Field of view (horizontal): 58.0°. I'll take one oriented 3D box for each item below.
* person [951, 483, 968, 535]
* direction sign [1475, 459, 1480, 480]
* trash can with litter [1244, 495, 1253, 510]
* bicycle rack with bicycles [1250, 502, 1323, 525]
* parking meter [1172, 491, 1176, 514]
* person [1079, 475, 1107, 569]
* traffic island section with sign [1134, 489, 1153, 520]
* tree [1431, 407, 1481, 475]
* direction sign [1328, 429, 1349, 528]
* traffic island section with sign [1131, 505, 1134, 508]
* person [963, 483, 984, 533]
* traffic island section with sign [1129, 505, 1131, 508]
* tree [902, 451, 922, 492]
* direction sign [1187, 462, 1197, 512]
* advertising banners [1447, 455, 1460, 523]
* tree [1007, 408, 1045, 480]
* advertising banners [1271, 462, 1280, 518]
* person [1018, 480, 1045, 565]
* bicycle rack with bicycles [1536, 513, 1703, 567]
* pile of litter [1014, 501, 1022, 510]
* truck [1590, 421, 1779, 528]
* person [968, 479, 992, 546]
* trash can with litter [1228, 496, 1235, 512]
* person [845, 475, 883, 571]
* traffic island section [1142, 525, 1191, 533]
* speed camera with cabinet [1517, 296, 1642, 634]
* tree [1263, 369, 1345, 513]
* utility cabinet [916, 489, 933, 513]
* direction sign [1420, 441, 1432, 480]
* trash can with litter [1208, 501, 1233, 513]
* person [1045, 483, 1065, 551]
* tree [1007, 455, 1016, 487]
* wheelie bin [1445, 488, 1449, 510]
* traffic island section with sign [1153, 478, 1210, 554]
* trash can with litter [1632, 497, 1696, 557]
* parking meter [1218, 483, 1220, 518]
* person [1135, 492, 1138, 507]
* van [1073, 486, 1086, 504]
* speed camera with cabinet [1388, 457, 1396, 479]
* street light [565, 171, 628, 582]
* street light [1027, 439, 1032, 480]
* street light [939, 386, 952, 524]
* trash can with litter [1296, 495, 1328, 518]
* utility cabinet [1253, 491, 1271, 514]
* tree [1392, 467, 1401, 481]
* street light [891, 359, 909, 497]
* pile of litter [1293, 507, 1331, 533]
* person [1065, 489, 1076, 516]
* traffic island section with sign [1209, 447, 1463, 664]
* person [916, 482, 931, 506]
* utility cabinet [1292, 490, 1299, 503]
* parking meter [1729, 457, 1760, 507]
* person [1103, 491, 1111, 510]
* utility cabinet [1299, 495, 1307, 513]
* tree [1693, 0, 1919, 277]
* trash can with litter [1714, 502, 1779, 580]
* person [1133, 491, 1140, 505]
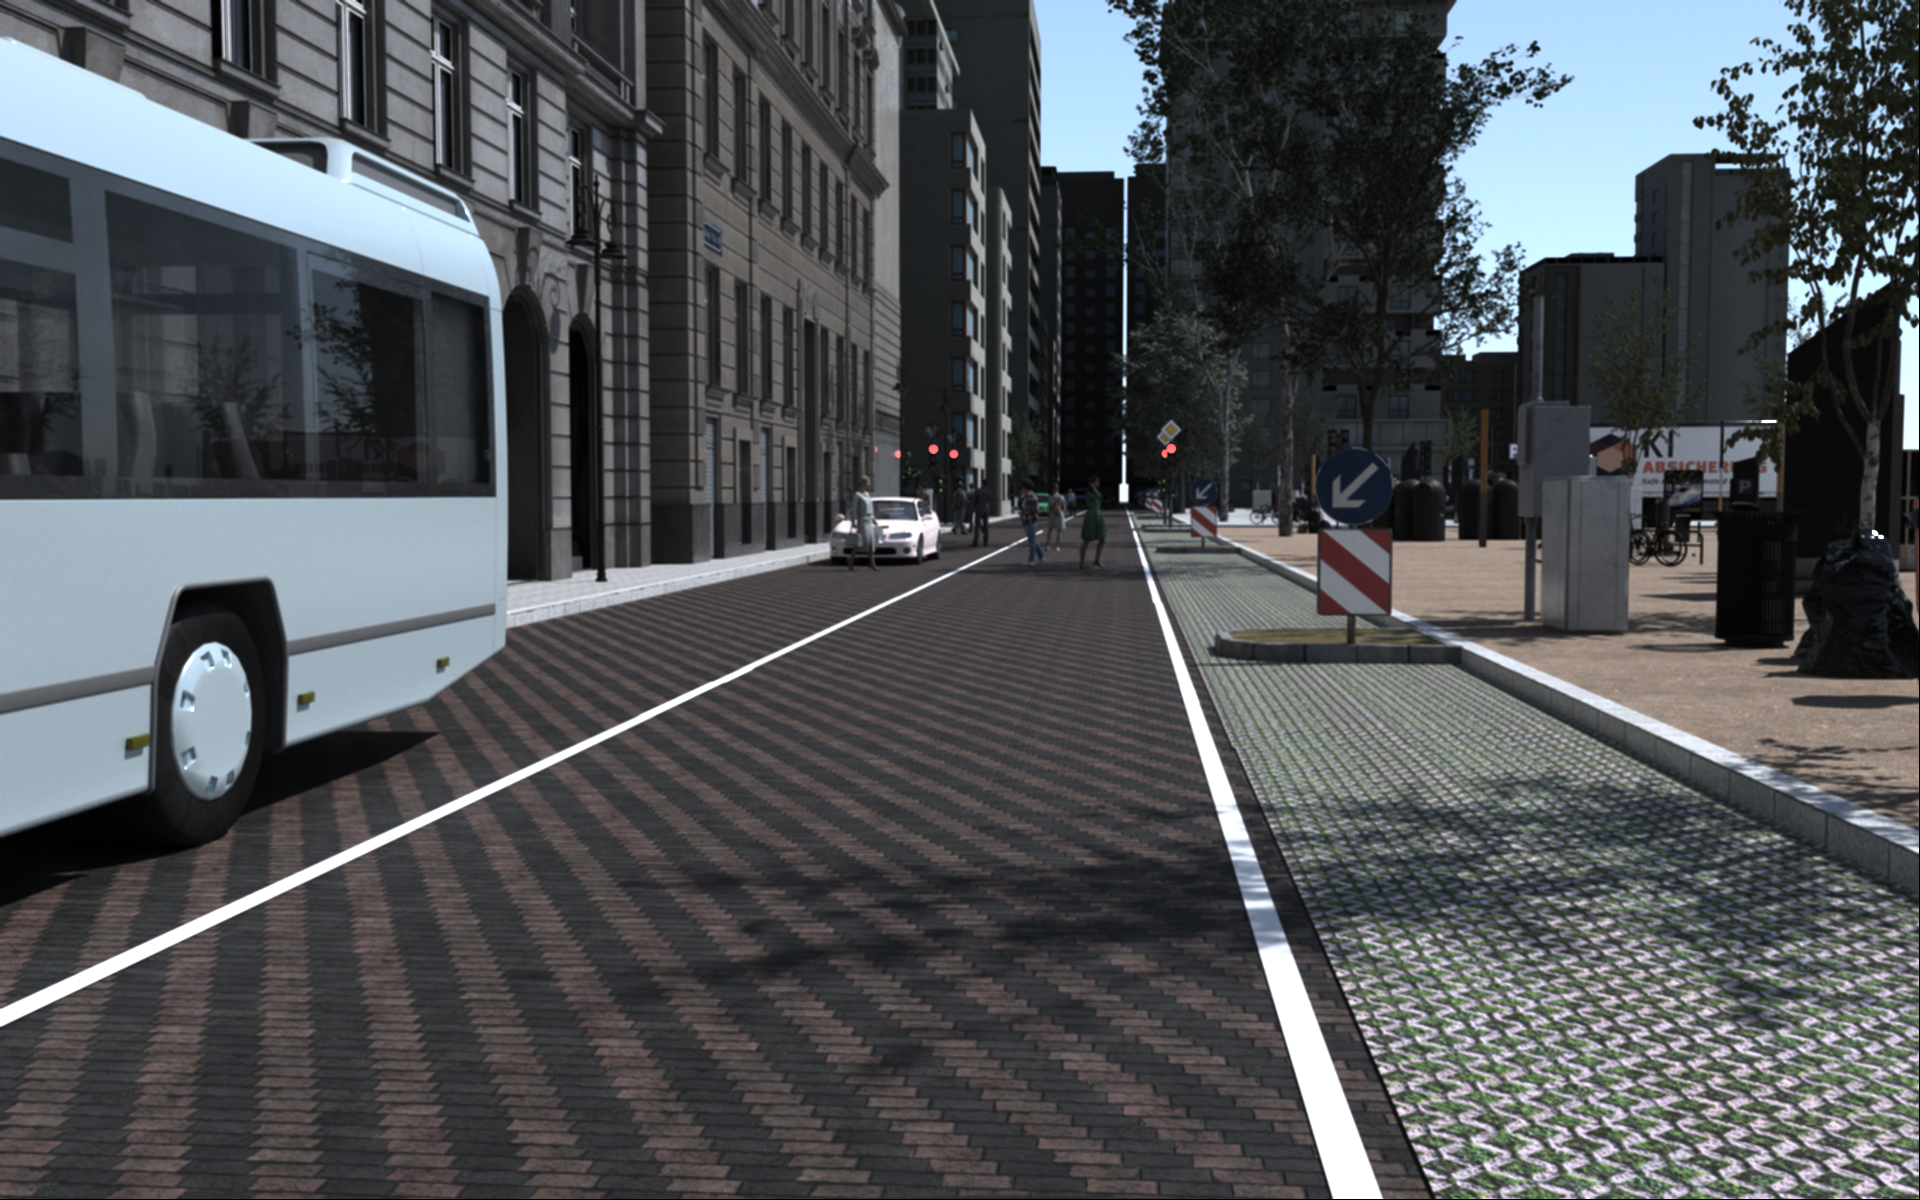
[{"bbox_3d":[0.015,-3.216,61.176,0.850,1.850,0.679,-3,5,-40],"label":"person"},{"bbox_3d":[33.016,-7.282,111.061,0.379,3.537,0.876,-3,5,-44],"label":"direction sign"},{"bbox_3d":[23.099,-7.741,137.623,1.678,1.210,2.233,2,4,35],"label":"trash can with litter"},{"bbox_3d":[14.179,-3.691,73.731,2.925,0.926,2.852,3,5,40],"label":"bicycle rack with bicycles"},{"bbox_3d":[13.838,-6.357,112.353,0.372,1.533,0.369,0,3,0],"label":"parking meter"},{"bbox_3d":[2.553,-1.503,33.315,0.529,1.795,0.600,1,4,21],"label":"person"},{"bbox_3d":[10.991,-5.448,97.699,1.989,1.847,2.006,0,4,5],"label":"traffic island section with sign"},{"bbox_3d":[40.670,-11.729,142.138,4.737,8.622,4.395,0,3,0],"label":"tree"},{"bbox_3d":[13.288,-4.213,60.882,0.876,3.537,0.379,-2,4,-25],"label":"direction sign"},{"bbox_3d":[13.533,-7.109,124.861,1.989,1.847,2.006,0,4,5],"label":"traffic island section with sign"},{"bbox_3d":[0.506,-3.404,64.112,0.622,1.834,0.822,-2,4,-31],"label":"person"},{"bbox_3d":[18.209,-10.172,174.946,1.989,1.847,2.006,0,4,5],"label":"traffic island section with sign"},{"bbox_3d":[-2.564,-4.453,67.413,1.663,3.219,1.824,0,3,0],"label":"tree"},{"bbox_3d":[16.557,-8.057,123.734,0.876,3.537,0.379,-2,4,-35],"label":"direction sign"},{"bbox_3d":[21.999,-4.918,76.601,0.090,3.025,2.074,-1,4,-9],"label":"advertising banners"},{"bbox_3d":[5.343,-11.991,146.409,4.737,8.622,4.395,0,3,0],"label":"tree"},{"bbox_3d":[16.987,-5.905,92.741,0.090,3.025,2.074,1,4,18],"label":"advertising banners"},{"bbox_3d":[1.452,-1.558,34.814,0.643,1.720,0.563,-1,4,-11],"label":"person"},{"bbox_3d":[12.274,-1.124,31.755,2.852,0.926,2.925,-1,4,-21],"label":"bicycle rack with bicycles"},{"bbox_3d":[4.534,-7.553,137.457,1.176,0.858,1.719,3,4,38],"label":"pile of litter"},{"bbox_3d":[29.288,-4.817,67.673,11.283,4.237,2.839,0,4,7],"label":"truck"},{"bbox_3d":[0.548,-2.401,47.566,0.655,1.846,0.447,-2,4,-26],"label":"person"},{"bbox_3d":[19.467,-6.910,124.369,0.624,1.170,1.055,-1,4,-14],"label":"trash can with litter"},{"bbox_3d":[-1.811,-1.442,32.429,0.624,1.780,0.694,3,5,44],"label":"person"},{"bbox_3d":[7.951,-2.629,65.257,2.009,0.180,2.903,0,4,5],"label":"traffic island section"},{"bbox_3d":[5.922,-1.371,16.754,0.660,3.252,2.038,0,4,5],"label":"speed camera with cabinet"},{"bbox_3d":[20.551,-9.311,102.596,4.360,8.622,3.978,0,3,0],"label":"tree"},{"bbox_3d":[-1.487,-4.006,74.170,0.318,1.500,1.173,2,4,26],"label":"utility cabinet"},{"bbox_3d":[19.813,-5.001,73.765,0.379,3.537,0.876,-1,4,-16],"label":"direction sign"},{"bbox_3d":[17.427,-6.530,117.829,2.233,1.210,1.678,1,4,8],"label":"trash can with litter"},{"bbox_3d":[2.421,-2.097,43.788,0.512,1.701,0.522,0,4,-7],"label":"person"},{"bbox_3d":[2.037,-8.040,115.163,4.285,4.588,4.351,0,3,0],"label":"tree"},{"bbox_3d":[24.606,-4.964,89.068,0.980,1.594,0.693,0,4,6],"label":"wheelie bin"},{"bbox_3d":[5.813,-2.062,42.350,1.989,1.847,2.006,0,4,5],"label":"traffic island section with sign"},{"bbox_3d":[14.425,-1.530,36.067,1.678,1.210,2.233,2,4,35],"label":"trash can with litter"},{"bbox_3d":[14.317,-5.443,94.699,0.399,1.863,0.255,-1,4,-9],"label":"parking meter"},{"bbox_3d":[19.019,-10.892,187.521,0.436,1.711,0.756,1,4,13],"label":"person"},{"bbox_3d":[13.835,-11.815,197.563,2.240,2.365,5.245,0,4,6],"label":"van"},{"bbox_3d":[23.722,-6.030,92.919,2.038,3.252,0.660,1,4,23],"label":"speed camera with cabinet"},{"bbox_3d":[-5.258,-3.207,25.222,0.468,5.910,1.993,0,4,5],"label":"street light"},{"bbox_3d":[5.740,-10.357,142.130,0.468,5.910,1.993,0,4,5],"label":"street light"},{"bbox_3d":[-0.620,-6.208,74.296,0.468,5.910,1.993,0,4,5],"label":"street light"},{"bbox_3d":[18.907,-5.085,94.195,2.233,1.210,1.678,1,4,13],"label":"trash can with litter"},{"bbox_3d":[19.549,-6.328,112.134,1.173,1.500,0.318,1,4,11],"label":"utility cabinet"},{"bbox_3d":[31.628,-8.003,125.457,1.663,3.219,1.824,0,3,0],"label":"tree"},{"bbox_3d":[-2.024,-5.299,59.434,0.468,5.910,1.993,0,4,5],"label":"street light"},{"bbox_3d":[11.551,-2.615,56.720,1.719,0.858,1.176,2,4,28],"label":"pile of litter"},{"bbox_3d":[7.064,-6.258,111.310,0.782,1.767,0.515,2,4,35],"label":"person"},{"bbox_3d":[3.314,-0.421,15.510,1.989,1.847,2.006,0,4,5],"label":"traffic island section with sign"},{"bbox_3d":[-1.184,-2.562,50.730,0.599,1.781,0.374,2,4,29],"label":"person"},{"bbox_3d":[18.723,-5.497,98.562,0.318,1.500,1.173,-3,5,-45],"label":"utility cabinet"},{"bbox_3d":[12.102,-1.287,26.747,0.399,1.863,0.255,2,4,28],"label":"parking meter"},{"bbox_3d":[13.221,-8.994,156.377,0.721,1.723,1.217,3,5,40],"label":"person"},{"bbox_3d":[22.026,-6.190,112.364,1.020,1.237,0.306,-2,4,-29],"label":"utility cabinet"},{"bbox_3d":[9.488,-4.124,17.794,4.737,8.622,4.395,0,3,0],"label":"tree"},{"bbox_3d":[11.655,-0.866,25.546,1.055,1.170,0.624,-3,5,-40],"label":"trash can with litter"},{"bbox_3d":[21.612,-12.418,211.665,1.348,1.807,0.705,-3,4,-38],"label":"person"}]
